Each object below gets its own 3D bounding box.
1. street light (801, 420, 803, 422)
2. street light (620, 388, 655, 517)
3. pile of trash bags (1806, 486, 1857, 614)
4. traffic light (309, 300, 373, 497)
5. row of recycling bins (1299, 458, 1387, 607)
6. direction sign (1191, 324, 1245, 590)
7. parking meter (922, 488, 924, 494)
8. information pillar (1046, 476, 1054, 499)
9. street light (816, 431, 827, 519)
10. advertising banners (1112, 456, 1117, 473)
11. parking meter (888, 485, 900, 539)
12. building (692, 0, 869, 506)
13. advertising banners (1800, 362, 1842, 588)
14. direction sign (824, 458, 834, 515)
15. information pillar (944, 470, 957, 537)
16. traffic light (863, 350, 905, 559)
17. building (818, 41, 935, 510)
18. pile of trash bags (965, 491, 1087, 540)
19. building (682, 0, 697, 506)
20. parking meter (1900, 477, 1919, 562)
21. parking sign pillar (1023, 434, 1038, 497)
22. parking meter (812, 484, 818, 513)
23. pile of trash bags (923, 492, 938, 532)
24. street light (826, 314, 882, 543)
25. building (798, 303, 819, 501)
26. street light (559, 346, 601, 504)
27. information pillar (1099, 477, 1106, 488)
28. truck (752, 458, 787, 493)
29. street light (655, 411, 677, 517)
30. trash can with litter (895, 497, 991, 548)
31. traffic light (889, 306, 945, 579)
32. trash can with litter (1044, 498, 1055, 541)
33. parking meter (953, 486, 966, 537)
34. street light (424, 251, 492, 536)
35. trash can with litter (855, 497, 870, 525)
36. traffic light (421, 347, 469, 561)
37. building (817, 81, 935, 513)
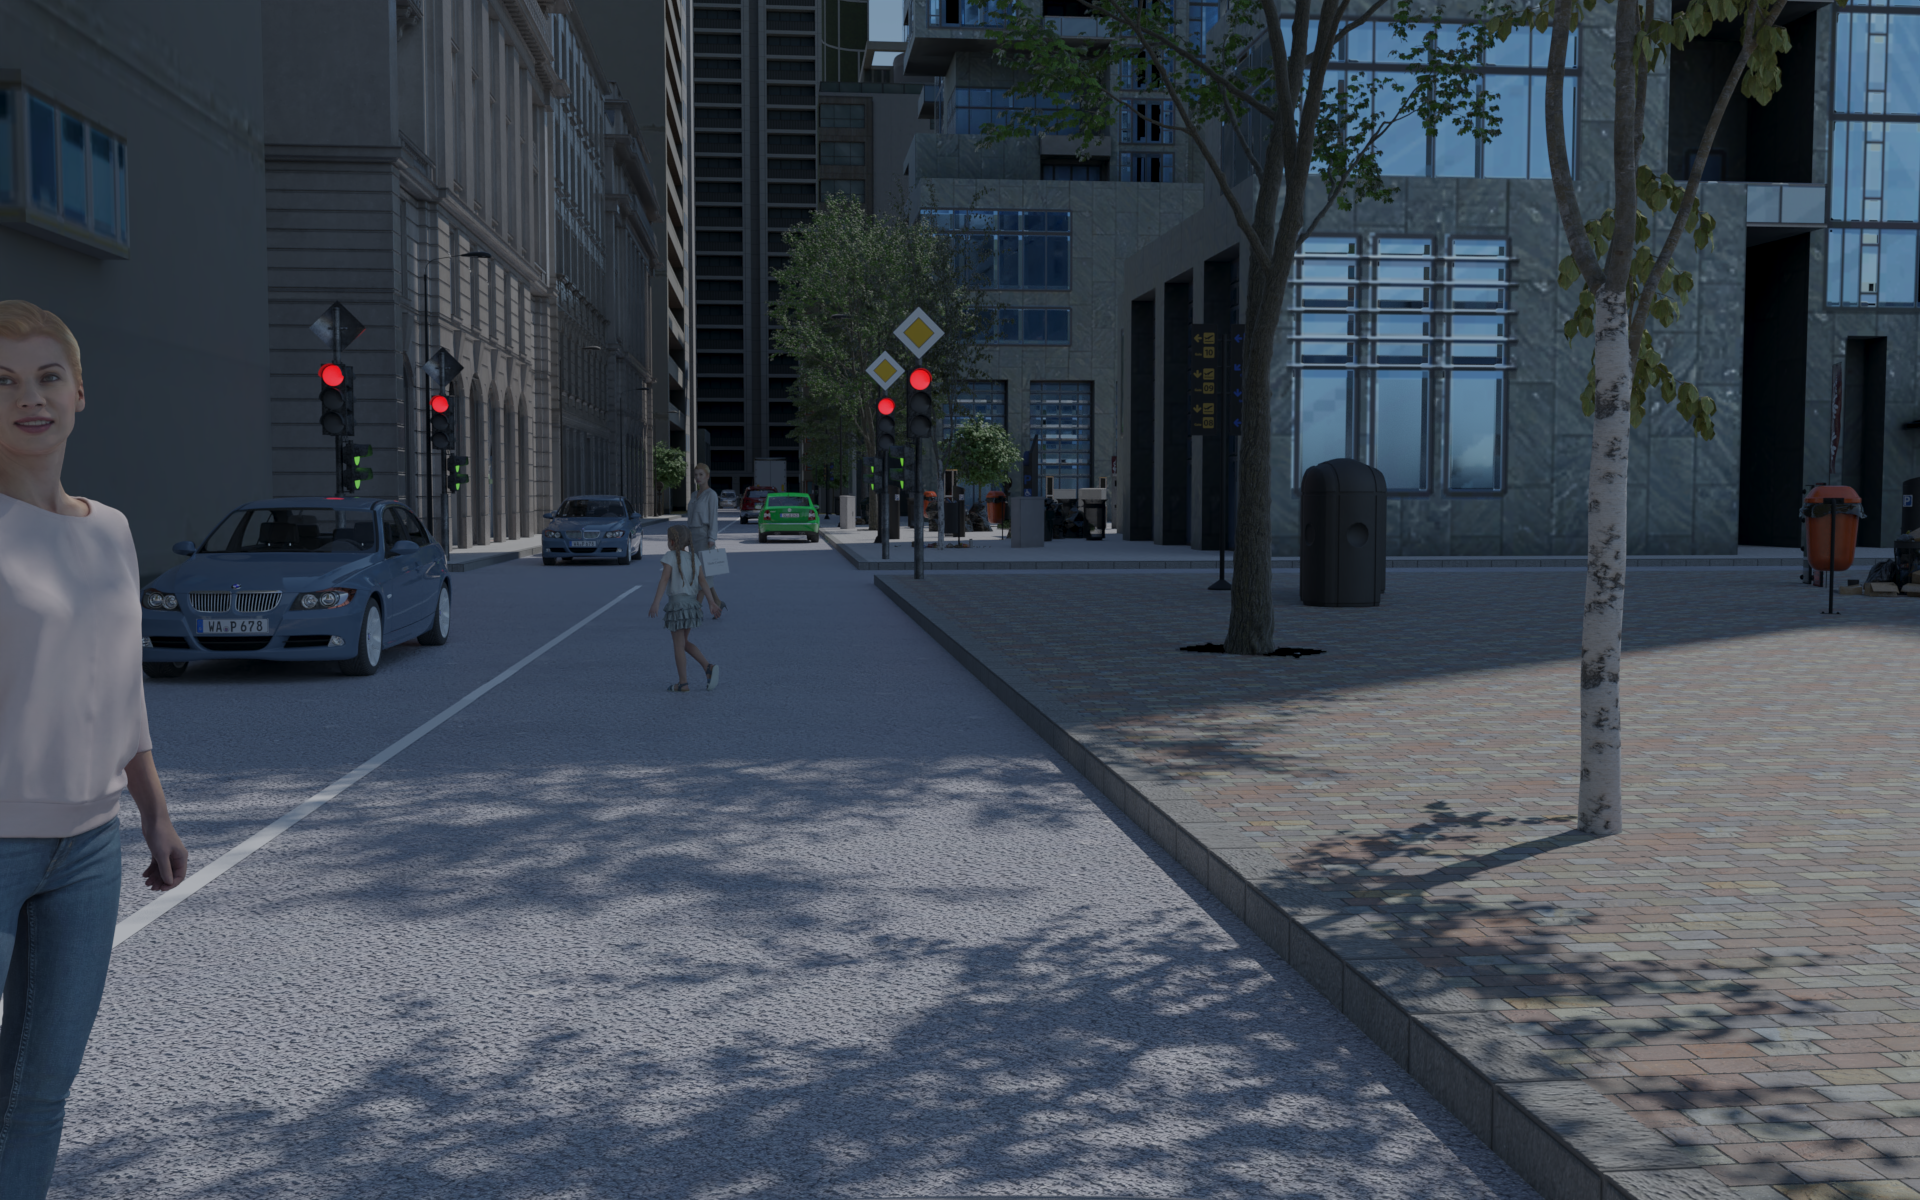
[{"bbox_3d":[-7.286,-7.037,87.596,1.470,5.913,1.316,0,4,-6],"label":"street light"},{"bbox_3d":[-14.241,-6.305,75.629,1.470,5.913,1.316,0,4,-6],"label":"street light"},{"bbox_3d":[10.708,-0.515,18.168,3.447,1.369,1.912,2,4,23],"label":"pile of trash bags"},{"bbox_3d":[-9.002,-2.216,25.158,0.839,4.253,0.868,0,4,-6],"label":"traffic light"},{"bbox_3d":[4.699,-0.863,21.216,1.069,1.692,3.534,1,4,15],"label":"row of recycling bins"},{"bbox_3d":[3.514,-1.904,23.129,0.876,3.537,0.379,0,4,-4],"label":"direction sign"},{"bbox_3d":[-1.649,-3.795,70.466,0.372,1.533,0.369,0,3,0],"label":"parking meter"},{"bbox_3d":[3.730,-4.142,72.210,0.304,2.012,0.304,0,4,-3],"label":"information pillar"},{"bbox_3d":[-5.112,-5.745,66.467,1.470,5.913,1.316,0,4,-6],"label":"street light"},{"bbox_3d":[7.392,-5.043,78.648,0.090,3.025,2.074,-2,4,-25],"label":"advertising banners"},{"bbox_3d":[-1.892,-2.488,49.084,0.372,1.533,0.369,0,3,0],"label":"parking meter"},{"bbox_3d":[-20.802,-46.648,200.950,20.611,71.187,20.563,0,4,-6],"label":"building"},{"bbox_3d":[11.923,-1.700,23.983,0.090,3.025,2.074,1,4,16],"label":"advertising banners"},{"bbox_3d":[-8.191,-7.103,108.134,0.876,3.537,0.379,3,5,41],"label":"direction sign"},{"bbox_3d":[-0.281,-2.919,52.223,0.304,2.012,0.304,2,4,25],"label":"information pillar"},{"bbox_3d":[-1.484,-2.757,34.001,0.839,4.253,0.868,0,4,-6],"label":"traffic light"},{"bbox_3d":[3.989,-27.722,145.142,32.217,40.220,23.993,0,4,-6],"label":"building"},{"bbox_3d":[2.084,-2.442,49.684,3.447,1.369,1.912,-3,5,-42],"label":"pile of trash bags"},{"bbox_3d":[-32.971,-36.656,141.320,21.231,58.520,28.212,0,4,-6],"label":"building"},{"bbox_3d":[13.403,-0.970,24.279,0.372,1.533,0.369,0,3,0],"label":"parking meter"},{"bbox_3d":[3.170,-5.454,77.646,1.447,3.967,1.447,1,4,14],"label":"parking sign pillar"},{"bbox_3d":[-8.164,-5.619,97.586,0.255,1.863,0.399,-2,4,-34],"label":"parking meter"},{"bbox_3d":[-0.366,-3.058,59.747,1.912,1.369,3.447,-2,4,-32],"label":"pile of trash bags"},{"bbox_3d":[-2.634,-4.428,44.939,1.470,5.913,1.316,0,4,-6],"label":"street light"},{"bbox_3d":[-1.908,-19.976,171.640,27.650,21.520,28.899,0,4,-6],"label":"building"},{"bbox_3d":[-11.990,-5.013,54.509,1.470,5.913,1.316,0,4,-6],"label":"street light"},{"bbox_3d":[6.227,-4.355,75.699,0.304,2.012,0.304,0,4,-1],"label":"information pillar"},{"bbox_3d":[-15.253,-9.183,139.059,2.839,4.237,11.283,0,4,-7],"label":"truck"},{"bbox_3d":[-16.483,-7.600,96.807,1.470,5.913,1.316,0,4,-6],"label":"street light"},{"bbox_3d":[-0.512,-1.869,41.617,2.233,1.210,1.678,2,4,32],"label":"trash can with litter"},{"bbox_3d":[-0.639,-2.272,26.060,0.839,4.253,0.868,0,4,-6],"label":"traffic light"},{"bbox_3d":[2.088,-2.178,47.000,0.624,1.170,1.055,-3,5,-40],"label":"trash can with litter"},{"bbox_3d":[-0.030,-2.635,51.494,0.372,1.533,0.369,0,3,0],"label":"parking meter"},{"bbox_3d":[-9.665,-3.713,33.255,1.470,5.913,1.316,0,4,-6],"label":"street light"},{"bbox_3d":[-3.950,-3.717,72.159,0.624,1.170,1.055,2,4,26],"label":"trash can with litter"},{"bbox_3d":[-9.846,-2.702,33.099,0.839,4.253,0.868,0,4,-6],"label":"traffic light"},{"bbox_3d":[-3.298,-21.642,125.545,14.160,30.474,14.107,0,4,-6],"label":"building"}]
